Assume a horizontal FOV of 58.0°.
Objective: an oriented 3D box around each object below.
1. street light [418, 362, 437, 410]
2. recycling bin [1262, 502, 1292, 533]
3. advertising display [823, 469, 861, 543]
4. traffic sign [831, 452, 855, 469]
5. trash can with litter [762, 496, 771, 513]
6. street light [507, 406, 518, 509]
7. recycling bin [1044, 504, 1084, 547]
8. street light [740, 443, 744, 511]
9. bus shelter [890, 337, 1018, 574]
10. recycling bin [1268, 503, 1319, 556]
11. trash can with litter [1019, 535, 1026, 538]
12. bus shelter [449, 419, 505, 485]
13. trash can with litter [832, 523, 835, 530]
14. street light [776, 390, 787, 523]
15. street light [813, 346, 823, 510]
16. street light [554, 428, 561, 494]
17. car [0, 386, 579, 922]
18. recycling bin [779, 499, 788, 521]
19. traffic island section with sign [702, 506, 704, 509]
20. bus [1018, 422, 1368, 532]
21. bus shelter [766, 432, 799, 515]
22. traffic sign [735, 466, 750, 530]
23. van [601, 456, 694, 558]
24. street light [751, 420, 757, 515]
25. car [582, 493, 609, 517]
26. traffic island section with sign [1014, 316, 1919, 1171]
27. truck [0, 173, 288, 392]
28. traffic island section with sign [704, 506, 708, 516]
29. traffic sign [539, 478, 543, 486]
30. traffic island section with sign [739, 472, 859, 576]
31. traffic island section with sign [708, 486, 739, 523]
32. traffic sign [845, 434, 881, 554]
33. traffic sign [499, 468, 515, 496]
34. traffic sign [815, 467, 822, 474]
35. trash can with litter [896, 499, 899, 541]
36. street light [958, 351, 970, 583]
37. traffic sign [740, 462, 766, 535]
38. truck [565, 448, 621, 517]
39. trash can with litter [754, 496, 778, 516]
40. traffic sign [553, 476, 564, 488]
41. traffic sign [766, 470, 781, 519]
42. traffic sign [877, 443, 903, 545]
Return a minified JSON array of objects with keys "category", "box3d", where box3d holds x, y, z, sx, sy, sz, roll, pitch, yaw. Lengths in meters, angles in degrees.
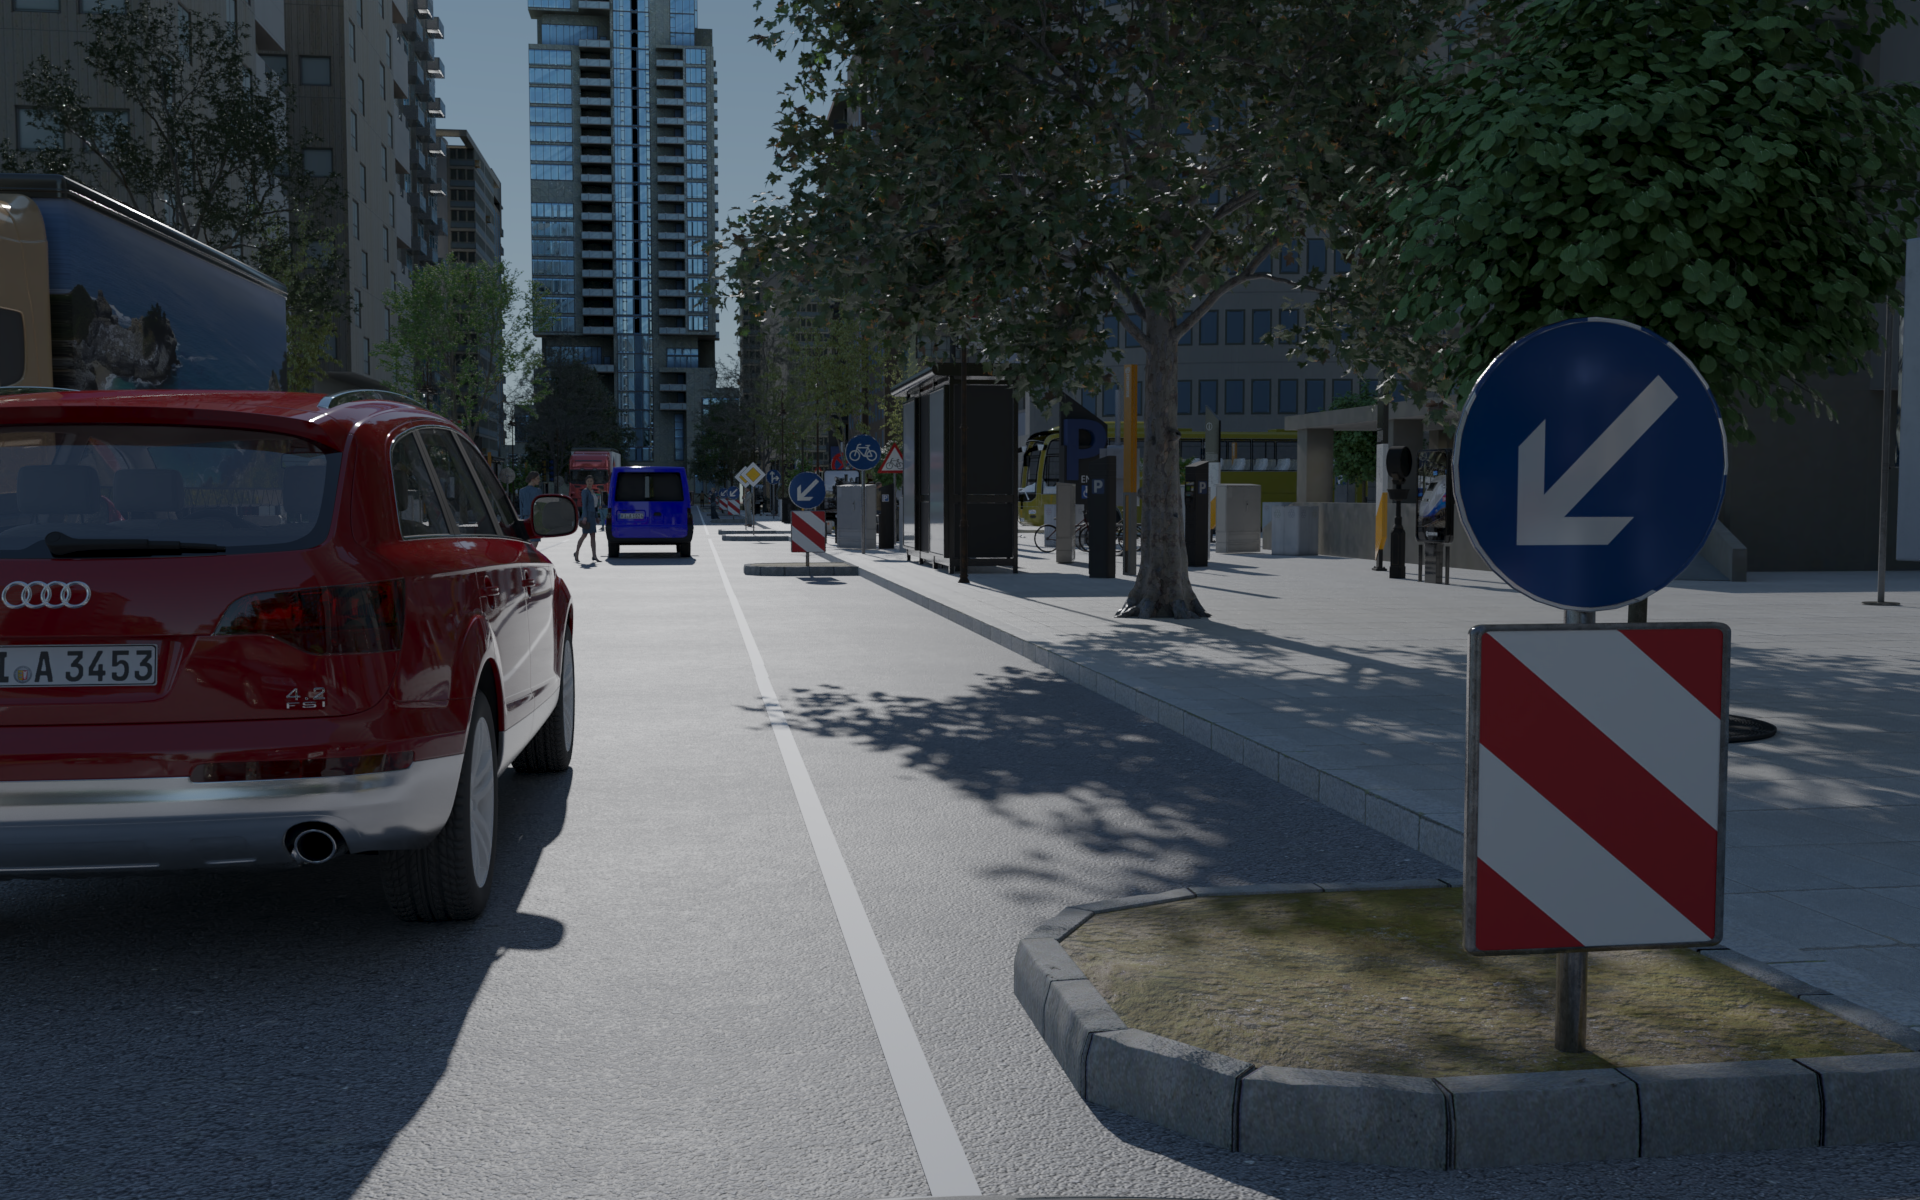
[{"category":"street light","box3d":[-18.610,-5.375,60.669,0.468,5.910,1.993,-1,4,-9]},{"category":"recycling bin","box3d":[9.839,-2.511,53.602,0.722,1.027,0.722,3,5,41]},{"category":"advertising display","box3d":[-3.065,-2.429,44.935,0.974,1.923,0.123,0,4,4]},{"category":"traffic sign","box3d":[-3.530,-3.214,52.654,0.768,2.556,0.104,0,4,-5]},{"category":"trash can with litter","box3d":[-13.092,-6.565,118.731,1.055,1.170,0.624,2,4,34]},{"category":"street light","box3d":[-23.067,-7.130,89.368,0.468,5.910,1.993,-1,4,-9]},{"category":"recycling bin","box3d":[2.537,-1.814,42.214,0.722,1.027,0.722,3,5,42]},{"category":"street light","box3d":[-16.919,-9.927,135.091,0.468,5.910,1.993,-1,4,-9]},{"category":"bus shelter","box3d":[-0.028,-3.321,31.923,2.179,5.291,8.768,-1,4,-9]},{"category":"recycling bin","box3d":[7.025,-1.453,36.310,0.722,1.027,0.722,-3,5,-41]},{"category":"trash can with litter","box3d":[1.185,-2.477,51.563,1.678,1.210,2.233,-2,4,-26]},{"category":"bus shelter","box3d":[-26.655,-7.209,95.504,2.179,5.291,8.768,-1,4,-9]},{"category":"trash can with litter","box3d":[-4.372,-3.153,62.603,1.678,1.210,2.233,1,4,13]},{"category":"street light","box3d":[-7.924,-6.400,77.433,0.468,5.910,1.993,-1,4,-9]},{"category":"street light","box3d":[-4.405,-4.942,53.591,0.468,5.910,1.993,-1,4,-9]},{"category":"street light","box3d":[-27.494,-8.902,118.340,0.468,5.910,1.993,-1,4,-9]},{"category":"car","box3d":[-2.805,0.089,7.220,2.281,1.827,5.304,0,4,-7]},{"category":"recycling bin","box3d":[-8.168,-4.233,81.770,0.722,1.027,0.722,-1,4,-10]},{"category":"traffic island section with sign","box3d":[-23.171,-9.416,162.574,1.989,1.847,2.006,-1,4,-9]},{"category":"bus","box3d":[7.878,-4.180,59.894,12.252,3.916,2.896,-1,4,-10]},{"category":"bus shelter","box3d":[-11.068,-8.045,109.174,2.179,5.291,8.768,-1,4,-9]},{"category":"traffic sign","box3d":[-7.654,-3.560,61.841,0.795,2.450,0.064,-1,4,-9]},{"category":"van","box3d":[-7.333,-2.225,40.756,2.240,2.365,5.245,-1,4,-11]},{"category":"street light","box3d":[-12.637,-8.176,106.463,0.468,5.910,1.993,-1,4,-9]},{"category":"car","box3d":[-19.606,-5.247,94.587,1.959,1.807,4.718,0,4,-7]},{"category":"traffic island section with sign","box3d":[1.202,0.243,4.650,1.989,1.847,2.006,-1,4,-9]},{"category":"truck","box3d":[-9.335,-1.738,17.328,2.839,4.237,11.283,0,4,-8]},{"category":"traffic island section with sign","box3d":[-15.596,-6.413,113.479,1.989,1.847,2.006,-1,4,-9]},{"category":"traffic sign","box3d":[-29.471,-7.377,120.711,0.768,2.556,0.104,0,4,-7]},{"category":"traffic island section with sign","box3d":[-2.907,-1.386,31.292,1.989,1.847,2.006,-1,4,-9]},{"category":"traffic island section with sign","box3d":[-11.475,-4.784,86.839,1.989,1.847,2.006,-1,4,-9]},{"category":"traffic sign","box3d":[-2.068,-2.260,37.051,0.768,2.556,0.104,0,4,-2]},{"category":"traffic sign","box3d":[-21.812,-5.098,83.464,0.768,2.556,0.104,0,4,-5]},{"category":"traffic sign","box3d":[-6.341,-4.735,77.424,0.884,2.594,0.081,0,4,-8]},{"category":"trash can with litter","box3d":[-1.562,-2.162,46.739,0.624,1.170,1.055,3,5,44]},{"category":"street light","box3d":[0.056,-3.184,24.841,0.468,5.910,1.993,-1,4,-9]},{"category":"traffic sign","box3d":[-6.436,-3.077,53.949,0.795,2.450,0.064,-1,4,-9]},{"category":"truck","box3d":[-22.606,-7.241,107.307,2.839,4.237,11.283,0,4,-8]},{"category":"trash can with litter","box3d":[-11.015,-5.511,101.164,2.233,1.210,1.678,-1,4,-22]},{"category":"traffic sign","box3d":[-27.799,-7.328,119.926,0.768,2.556,0.104,0,4,-2]},{"category":"traffic sign","box3d":[-9.705,-5.510,90.198,0.768,2.556,0.104,0,4,-2]},{"category":"traffic sign","box3d":[-1.651,-2.684,43.886,0.884,2.594,0.081,0,4,-3]}]
